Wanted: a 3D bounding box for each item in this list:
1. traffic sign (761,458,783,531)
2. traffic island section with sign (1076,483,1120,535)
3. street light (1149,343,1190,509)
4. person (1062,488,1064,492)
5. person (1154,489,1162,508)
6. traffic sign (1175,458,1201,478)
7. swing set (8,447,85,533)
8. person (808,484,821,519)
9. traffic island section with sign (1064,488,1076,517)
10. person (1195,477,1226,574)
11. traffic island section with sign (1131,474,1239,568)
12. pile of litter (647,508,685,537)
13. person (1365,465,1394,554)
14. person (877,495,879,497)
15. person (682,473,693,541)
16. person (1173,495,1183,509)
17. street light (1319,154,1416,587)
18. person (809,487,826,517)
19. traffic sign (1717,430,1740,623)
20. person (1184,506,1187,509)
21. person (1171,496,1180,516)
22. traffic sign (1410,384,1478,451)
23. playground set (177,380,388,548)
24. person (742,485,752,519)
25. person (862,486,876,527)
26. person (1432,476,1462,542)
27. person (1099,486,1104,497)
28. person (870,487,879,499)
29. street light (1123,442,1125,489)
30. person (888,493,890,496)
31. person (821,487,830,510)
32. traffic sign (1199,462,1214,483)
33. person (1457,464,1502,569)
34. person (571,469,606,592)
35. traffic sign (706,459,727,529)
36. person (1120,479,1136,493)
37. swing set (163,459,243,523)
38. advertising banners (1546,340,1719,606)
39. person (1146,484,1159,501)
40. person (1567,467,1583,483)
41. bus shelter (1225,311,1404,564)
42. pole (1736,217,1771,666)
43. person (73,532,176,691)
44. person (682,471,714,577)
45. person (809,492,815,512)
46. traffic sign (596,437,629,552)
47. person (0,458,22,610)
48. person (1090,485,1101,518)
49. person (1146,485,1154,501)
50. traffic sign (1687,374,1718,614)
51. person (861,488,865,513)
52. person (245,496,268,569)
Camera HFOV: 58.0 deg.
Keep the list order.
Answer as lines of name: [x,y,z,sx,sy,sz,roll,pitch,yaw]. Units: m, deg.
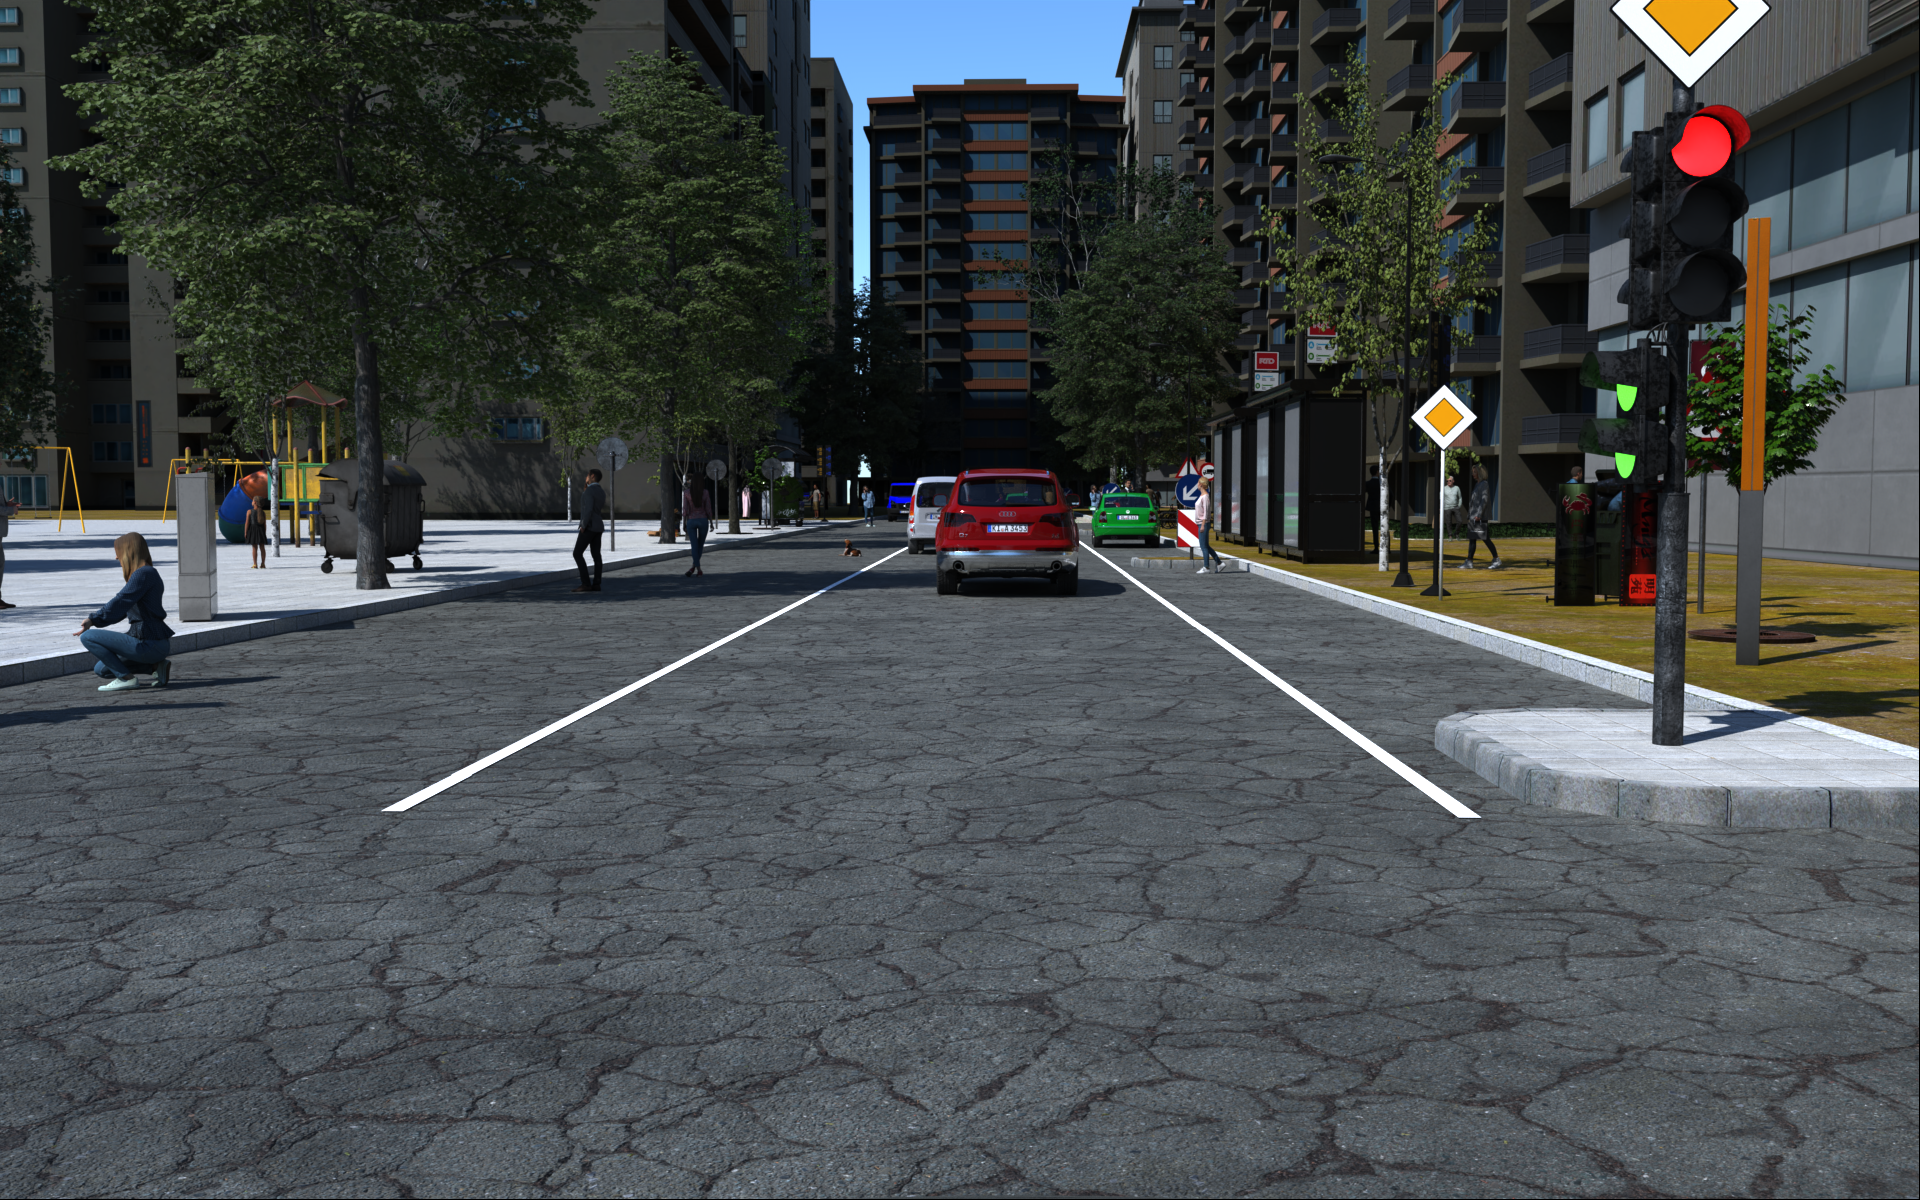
traffic sign: [-6.593,-3.709,60.750,0.768,2.556,0.104,0,4,7]
traffic island section with sign: [5.249,-3.248,61.730,1.989,1.847,2.006,0,4,2]
street light: [6.509,-4.944,53.383,1.470,5.913,1.316,0,4,2]
person: [5.478,-5.151,93.384,0.621,1.740,0.551,1,4,8]
person: [17.910,-9.195,156.932,0.434,1.755,0.990,-2,4,-32]
traffic sign: [7.600,-3.528,57.684,0.884,2.594,0.081,0,4,7]
swing set: [-30.756,-3.641,57.151,3.119,2.851,2.862,-3,5,-43]
person: [-7.491,-5.130,89.923,0.705,1.824,1.348,-2,4,-30]
traffic island section with sign: [6.719,-6.236,110.593,1.989,1.847,2.006,0,4,2]
person: [4.499,-1.345,31.167,0.598,1.740,0.731,0,4,-5]
traffic island section with sign: [4.420,-1.572,34.327,1.989,1.847,2.006,0,4,2]
pile of litter: [-8.887,-2.348,52.361,1.176,0.858,1.719,0,4,-4]
person: [8.982,-1.947,37.245,0.648,1.900,0.474,0,4,2]
person: [-8.145,-9.478,161.030,1.348,1.821,0.705,1,4,12]
person: [-7.391,-2.568,47.833,0.447,1.846,0.655,1,4,11]
person: [11.112,-4.832,85.776,1.217,1.736,0.721,0,4,-6]
street light: [5.608,-3.138,23.851,1.470,5.913,1.316,0,4,2]
person: [-8.112,-5.580,98.096,1.217,1.723,0.721,-3,4,-37]
traffic sign: [7.754,-1.042,17.144,0.768,2.556,0.104,1,4,9]
person: [9.587,-4.005,72.531,0.512,1.701,0.522,0,4,-4]
person: [12.946,-5.869,102.729,0.721,1.735,1.217,-2,4,-31]
traffic sign: [5.807,-1.286,20.761,0.795,2.593,0.064,0,4,5]
playground set: [-16.540,-3.508,44.138,5.302,4.214,5.637,0,4,-4]
person: [-10.804,-4.965,87.884,0.551,1.740,0.621,0,4,3]
person: [-4.007,-4.114,76.023,0.793,1.790,0.793,2,4,35]
person: [13.185,-2.465,46.830,0.782,1.767,0.515,0,4,5]
person: [5.940,-3.786,70.753,0.532,1.782,0.716,0,4,-6]
person: [-7.155,-8.174,139.644,1.348,1.831,0.705,1,4,18]
street light: [7.386,-6.800,83.720,1.470,5.913,1.316,0,4,2]
person: [-5.709,-8.655,147.569,1.348,1.823,0.705,0,4,1]
person: [-10.677,-8.068,137.886,0.705,1.831,1.348,-2,4,-35]
traffic sign: [9.938,-4.231,69.290,0.768,2.556,0.104,0,4,6]
person: [8.962,-1.439,29.755,0.728,1.800,0.709,0,4,6]
person: [-5.467,-1.030,25.514,0.473,1.802,0.592,2,4,28]
traffic sign: [-8.953,-3.885,63.630,0.768,2.556,0.104,0,4,4]
person: [5.367,-2.906,55.372,0.474,1.900,0.648,2,4,28]
swing set: [-33.645,-4.894,77.629,3.119,2.851,2.862,0,4,-5]
advertising banners: [7.751,-1.438,19.702,2.074,3.025,0.090,0,4,1]
person: [10.127,-5.313,92.928,1.348,1.823,0.705,-2,4,-27]
person: [11.171,-1.550,31.725,0.444,1.785,0.601,0,4,2]
bus shelter: [7.191,-3.555,35.752,2.179,5.291,8.768,0,4,2]
pole: [5.928,-1.168,12.936,0.158,3.312,0.155,0,3,0]
person: [-6.175,0.082,12.653,0.738,1.151,1.012,-1,4,-11]
person: [-4.519,-1.310,29.930,0.555,1.821,0.388,-1,4,-22]
person: [-10.820,-7.213,127.199,0.991,1.433,0.599,1,4,10]
traffic sign: [-7.752,-2.354,38.598,0.768,2.556,0.104,1,4,10]
person: [-10.694,-0.797,19.275,0.606,1.804,0.583,3,5,42]
person: [5.334,-3.620,67.946,0.793,1.790,0.793,1,4,20]
person: [11.051,-5.882,102.301,1.350,1.814,0.705,-3,5,-42]
traffic sign: [7.935,-1.130,18.486,0.884,2.594,0.081,0,4,3]
person: [-6.500,-6.861,118.910,0.721,1.739,1.217,-2,4,-29]
person: [-12.103,-1.165,29.765,0.362,1.253,0.373,-3,5,-39]
